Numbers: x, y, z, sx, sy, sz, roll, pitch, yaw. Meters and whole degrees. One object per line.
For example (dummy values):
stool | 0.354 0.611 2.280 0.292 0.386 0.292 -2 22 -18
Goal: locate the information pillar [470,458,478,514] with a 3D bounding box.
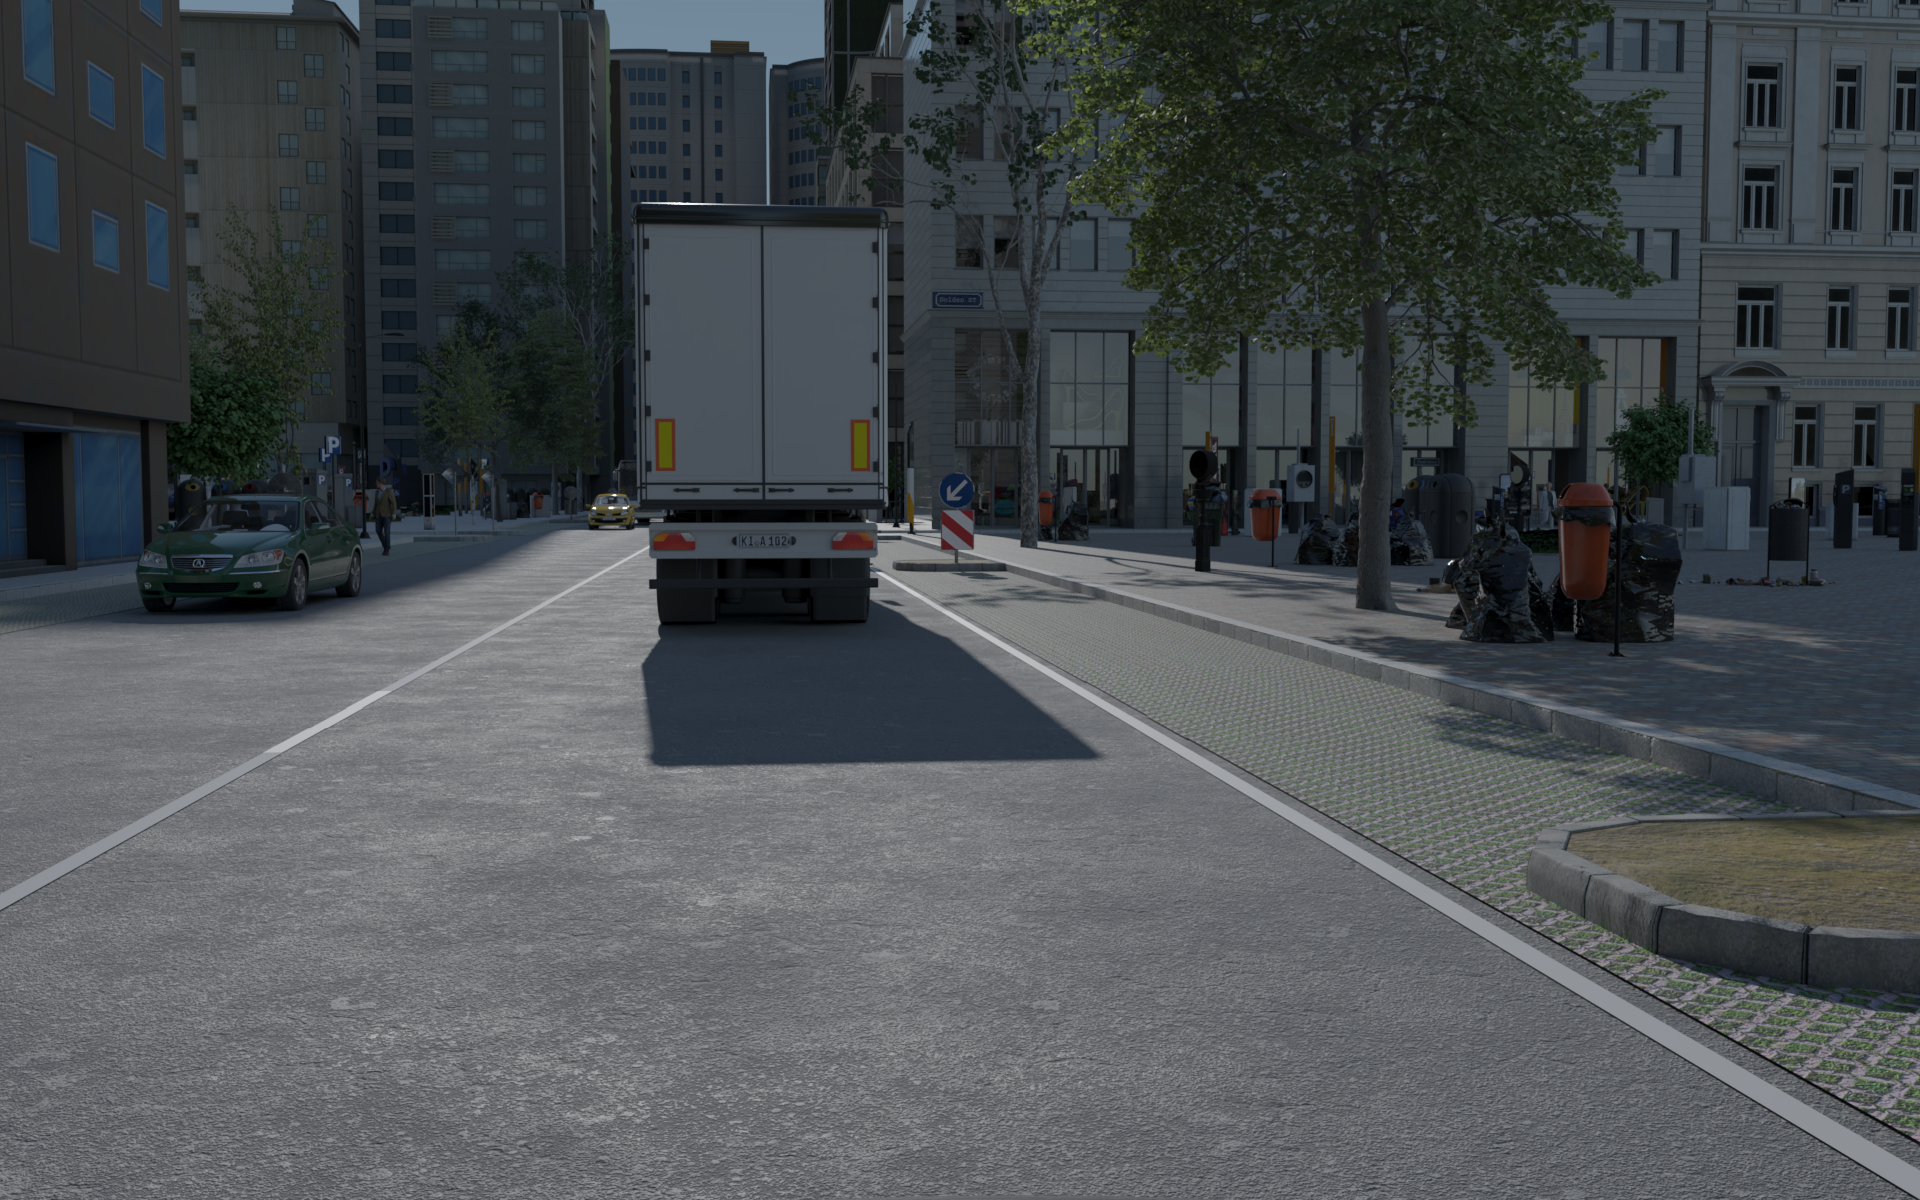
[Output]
information pillar | -31.329 -7.351 111.550 0.183 3.616 0.504 3 5 40

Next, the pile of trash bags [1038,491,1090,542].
pile of trash bags | 2.589 -2.333 47.900 1.912 1.369 3.447 1 4 10

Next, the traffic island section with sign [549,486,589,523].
traffic island section with sign | -19.203 -4.710 85.644 1.989 1.847 2.006 0 4 -7

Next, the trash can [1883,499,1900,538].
trash can | 27.615 -2.412 51.094 0.748 1.137 0.748 0 3 0

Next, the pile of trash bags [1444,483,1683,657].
pile of trash bags | 5.293 -0.328 15.114 1.912 1.369 3.447 1 4 13

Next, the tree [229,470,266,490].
tree | -33.348 -5.311 81.435 1.663 3.219 1.824 0 3 0

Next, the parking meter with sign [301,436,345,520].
parking meter with sign | -19.531 -3.435 52.425 1.738 3.016 0.543 2 4 30

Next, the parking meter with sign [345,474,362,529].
parking meter with sign | -23.173 -4.199 64.922 1.738 3.016 0.543 2 4 27

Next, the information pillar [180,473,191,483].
information pillar | -33.107 -5.065 74.160 0.504 3.616 0.183 -1 4 -21

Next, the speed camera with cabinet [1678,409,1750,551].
speed camera with cabinet | 17.298 -2.776 39.728 0.660 3.252 2.038 -1 4 -8

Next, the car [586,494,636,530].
car | -14.240 -3.709 70.860 2.015 1.641 3.980 0 4 -7

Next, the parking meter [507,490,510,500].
parking meter | -25.510 -5.452 97.557 0.372 1.533 0.369 0 3 0

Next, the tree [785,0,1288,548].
tree | 2.175 -11.414 42.503 12.611 20.169 13.585 0 3 0

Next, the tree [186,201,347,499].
tree | -17.123 -5.675 43.144 4.737 8.622 4.395 0 3 0

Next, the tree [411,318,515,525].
tree | -20.359 -7.429 71.831 4.737 8.622 4.395 0 3 0

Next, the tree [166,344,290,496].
tree | -16.294 -3.313 37.888 4.285 4.588 4.351 0 3 0

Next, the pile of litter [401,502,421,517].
pile of litter | -31.325 -5.193 98.876 1.176 0.858 1.719 0 4 -8

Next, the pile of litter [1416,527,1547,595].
pile of litter | 6.848 -0.520 22.471 1.719 0.858 1.176 3 4 37

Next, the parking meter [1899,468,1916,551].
parking meter | 21.386 -2.043 39.107 0.255 1.863 0.399 1 4 23

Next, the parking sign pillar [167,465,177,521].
parking sign pillar | -37.849 -5.746 82.426 1.447 3.967 1.447 -3 4 -39

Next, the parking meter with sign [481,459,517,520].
parking meter with sign | -22.868 -5.489 86.007 0.543 3.016 1.738 3 5 40

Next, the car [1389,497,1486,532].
car | 16.609 -2.900 59.994 3.894 1.354 1.945 0 4 -8

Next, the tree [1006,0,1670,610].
tree | 4.245 -6.168 18.969 7.486 12.596 7.792 0 3 0

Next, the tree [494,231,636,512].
tree | -25.560 -16.320 122.719 12.611 20.169 13.585 0 3 0

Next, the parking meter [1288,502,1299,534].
parking meter | 10.813 -3.083 56.112 0.255 1.863 0.399 0 4 -5

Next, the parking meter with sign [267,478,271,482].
parking meter with sign | -32.985 -5.342 83.605 0.543 3.016 1.738 3 5 41

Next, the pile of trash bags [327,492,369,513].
pile of trash bags | -25.344 -3.640 69.265 3.447 1.369 1.912 0 4 2

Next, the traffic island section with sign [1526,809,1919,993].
traffic island section with sign | 3.078 0.168 5.881 1.989 1.847 2.006 0 4 -7

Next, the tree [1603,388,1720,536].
tree | 21.785 -4.289 53.831 4.285 4.588 4.351 0 3 0

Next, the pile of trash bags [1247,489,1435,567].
pile of trash bags | 6.716 -1.311 31.195 3.447 1.369 1.912 -1 4 -22

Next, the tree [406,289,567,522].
tree | -21.524 -8.868 79.411 7.601 10.594 8.767 0 4 -2

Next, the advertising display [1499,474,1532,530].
advertising display | 17.388 -3.000 54.261 0.974 1.923 0.123 1 4 11

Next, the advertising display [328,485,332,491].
advertising display | -45.787 -7.428 126.667 0.974 1.923 0.123 2 4 25

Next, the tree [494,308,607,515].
tree | -25.226 -11.491 105.999 7.486 12.596 7.792 0 3 0

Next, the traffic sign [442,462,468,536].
traffic sign | -15.499 -3.031 53.202 0.795 2.450 0.064 0 4 -7

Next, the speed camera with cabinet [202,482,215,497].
speed camera with cabinet | -35.794 -5.354 81.872 2.038 3.252 0.660 2 4 33

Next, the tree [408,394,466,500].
tree | -38.579 -10.813 127.155 4.360 8.622 3.978 0 3 0

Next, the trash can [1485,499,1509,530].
trash can | 16.546 -2.553 53.400 0.748 1.137 0.748 0 3 0

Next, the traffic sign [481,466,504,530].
traffic sign | -16.479 -3.516 61.127 0.795 2.450 0.064 0 4 -7

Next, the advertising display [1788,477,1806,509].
advertising display | 32.166 -3.754 66.584 0.974 1.923 0.123 -2 4 -33

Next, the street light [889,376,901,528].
street light | -2.979 -5.728 66.187 1.470 5.913 1.316 0 4 -7

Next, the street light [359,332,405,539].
street light | -16.598 -4.721 49.724 1.470 5.913 1.316 0 4 -7

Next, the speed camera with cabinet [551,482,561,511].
speed camera with cabinet | -31.515 -8.433 132.212 2.038 3.252 0.660 0 4 -5

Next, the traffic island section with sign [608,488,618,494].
traffic island section with sign | -22.537 -6.361 112.636 1.989 1.847 2.006 0 4 -7

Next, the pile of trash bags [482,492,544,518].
pile of trash bags | -23.687 -5.060 92.483 1.912 1.369 3.447 3 4 38

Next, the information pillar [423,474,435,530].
information pillar | -19.107 -3.536 62.310 0.304 2.012 0.304 0 4 7

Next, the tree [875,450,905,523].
tree | -3.091 -4.974 75.929 1.663 3.219 1.824 0 3 0

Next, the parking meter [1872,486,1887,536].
parking meter | 28.427 -2.759 53.514 0.372 1.533 0.369 0 3 0

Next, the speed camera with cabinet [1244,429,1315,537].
speed camera with cabinet | 9.627 -3.536 52.154 2.038 3.252 0.660 -1 4 -14

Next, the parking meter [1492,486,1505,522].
parking meter | 16.254 -2.683 52.276 0.372 1.533 0.369 0 3 0

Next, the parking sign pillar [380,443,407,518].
parking sign pillar | -30.053 -6.291 91.329 1.447 3.967 1.447 3 5 42

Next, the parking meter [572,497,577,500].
parking meter | -26.406 -6.733 118.491 0.372 1.533 0.369 0 3 0

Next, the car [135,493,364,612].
car | -9.162 -0.664 22.656 2.131 1.459 4.920 0 4 -6

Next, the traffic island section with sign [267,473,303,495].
traffic island section with sign | -12.583 -1.434 32.079 1.989 1.847 2.006 0 4 -7

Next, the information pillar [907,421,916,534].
information pillar | -1.576 -3.918 55.418 0.183 3.616 0.504 1 4 14

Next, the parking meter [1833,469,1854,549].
parking meter | 20.807 -2.147 40.816 0.399 1.863 0.255 1 4 11

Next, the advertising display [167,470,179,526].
advertising display | -21.120 -2.478 45.735 0.974 1.923 0.123 1 4 8
